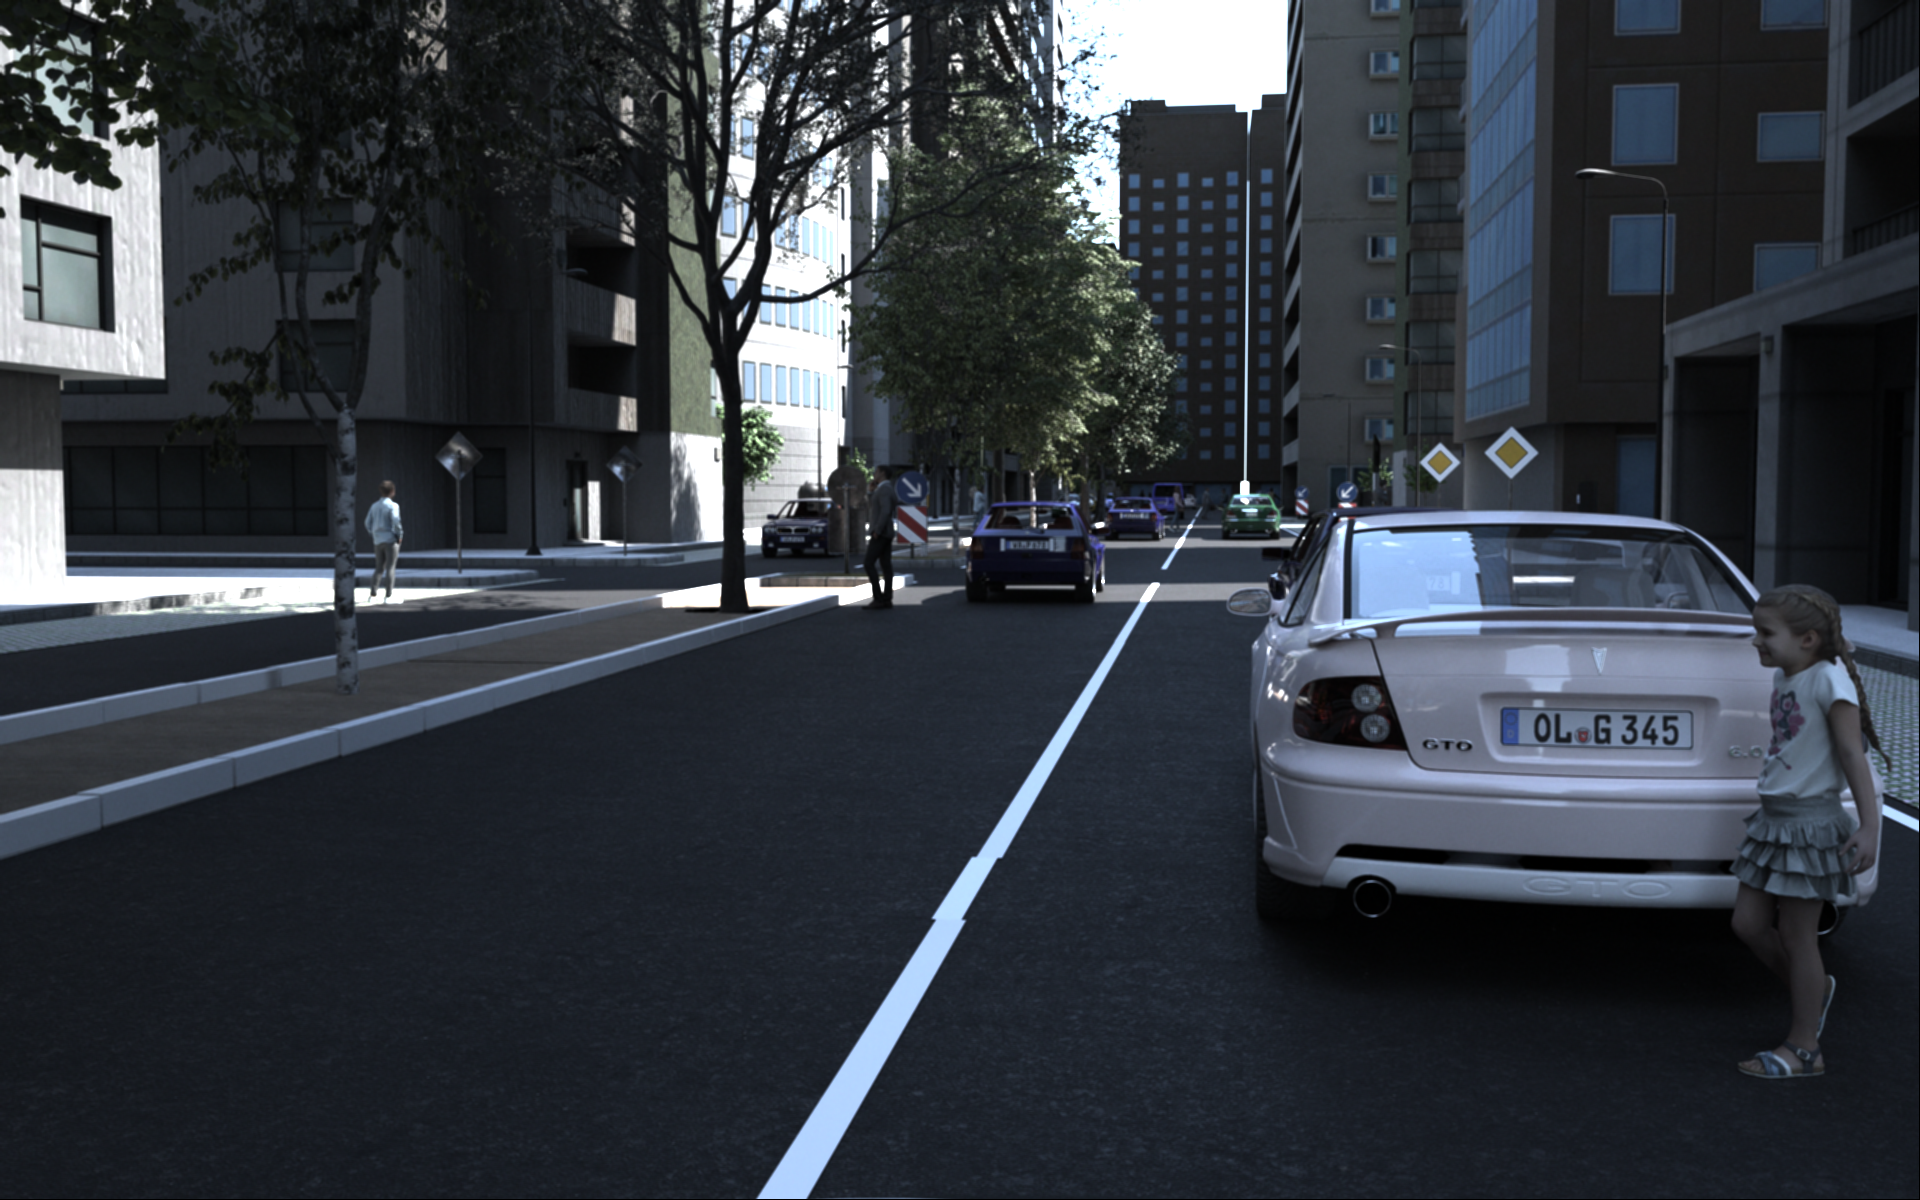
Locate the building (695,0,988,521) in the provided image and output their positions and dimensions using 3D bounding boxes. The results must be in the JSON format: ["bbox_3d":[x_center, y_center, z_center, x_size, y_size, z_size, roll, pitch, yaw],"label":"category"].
[{"bbox_3d":[-6.215,-20.106,100.431,14.160,30.474,14.107,1,4,8],"label":"building"}]

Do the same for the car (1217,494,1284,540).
[{"bbox_3d":[9.378,-2.697,55.900,2.131,1.459,4.920,1,4,9],"label":"car"}]

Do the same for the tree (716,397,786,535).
[{"bbox_3d":[-7.160,-4.350,54.842,4.285,4.588,4.351,0,3,0],"label":"tree"}]

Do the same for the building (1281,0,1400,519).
[{"bbox_3d":[29.117,-28.821,94.927,21.300,48.544,21.600,1,4,8],"label":"building"}]

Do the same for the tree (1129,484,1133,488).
[{"bbox_3d":[7.881,-8.679,94.727,4.737,8.622,4.395,0,3,0],"label":"tree"}]

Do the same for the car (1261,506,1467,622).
[{"bbox_3d":[3.575,-0.132,14.733,1.945,1.354,3.894,0,4,7],"label":"car"}]

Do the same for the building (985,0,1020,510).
[{"bbox_3d":[-7.495,-30.525,122.783,21.300,48.544,21.600,1,4,8],"label":"building"}]

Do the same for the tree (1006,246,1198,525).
[{"bbox_3d":[5.615,-9.677,77.687,9.611,12.733,9.660,0,3,0],"label":"tree"}]

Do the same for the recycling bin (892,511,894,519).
[{"bbox_3d":[-3.665,-4.759,90.358,0.722,1.027,0.722,0,4,3],"label":"recycling bin"}]

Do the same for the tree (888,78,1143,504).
[{"bbox_3d":[0.986,-7.713,46.687,7.486,12.596,7.792,0,3,0],"label":"tree"}]

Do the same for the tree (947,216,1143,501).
[{"bbox_3d":[2.740,-8.177,61.910,9.928,11.665,9.643,0,3,0],"label":"tree"}]

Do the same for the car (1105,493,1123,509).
[{"bbox_3d":[14.833,-9.631,167.056,1.945,1.707,3.694,1,4,9],"label":"car"}]

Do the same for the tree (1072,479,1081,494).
[{"bbox_3d":[12.640,-11.778,187.165,1.663,3.219,1.824,0,3,0],"label":"tree"}]

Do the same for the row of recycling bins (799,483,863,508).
[{"bbox_3d":[-5.106,-3.620,66.299,1.069,1.692,3.534,2,4,25],"label":"row of recycling bins"}]

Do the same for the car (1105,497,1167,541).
[{"bbox_3d":[5.519,-2.566,54.530,1.945,1.354,3.894,1,4,9],"label":"car"}]

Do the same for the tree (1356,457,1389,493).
[{"bbox_3d":[18.755,-5.133,78.531,1.663,3.219,1.824,0,3,0],"label":"tree"}]

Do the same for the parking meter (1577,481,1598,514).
[{"bbox_3d":[12.130,-1.536,33.522,0.372,1.533,0.369,0,3,0],"label":"parking meter"}]

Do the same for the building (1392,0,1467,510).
[{"bbox_3d":[24.070,-18.099,67.619,14.160,30.474,14.107,1,4,8],"label":"building"}]

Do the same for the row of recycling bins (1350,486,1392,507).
[{"bbox_3d":[20.424,-4.701,83.973,3.534,1.692,1.069,2,4,35],"label":"row of recycling bins"}]

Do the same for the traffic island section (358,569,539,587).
[{"bbox_3d":[-8.090,-0.347,27.947,2.009,0.180,2.903,1,4,8],"label":"traffic island section"}]

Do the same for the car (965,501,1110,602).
[{"bbox_3d":[1.113,-0.720,24.346,1.945,1.354,3.894,0,4,7],"label":"car"}]

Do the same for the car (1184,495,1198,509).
[{"bbox_3d":[21.297,-9.213,162.992,2.083,1.381,4.827,1,4,10],"label":"car"}]

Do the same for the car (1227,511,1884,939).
[{"bbox_3d":[2.134,0.324,7.066,2.083,1.381,4.827,1,4,9],"label":"car"}]

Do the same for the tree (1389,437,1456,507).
[{"bbox_3d":[15.871,-3.953,59.231,1.663,3.219,1.824,0,3,0],"label":"tree"}]

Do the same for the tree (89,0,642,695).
[{"bbox_3d":[-4.351,-3.640,12.332,4.360,8.622,3.978,0,3,0],"label":"tree"}]

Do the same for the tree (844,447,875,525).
[{"bbox_3d":[-4.349,-4.676,71.056,1.663,3.219,1.824,0,3,0],"label":"tree"}]

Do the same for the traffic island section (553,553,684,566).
[{"bbox_3d":[-6.949,-0.830,35.850,2.009,0.180,2.903,1,4,8],"label":"traffic island section"}]

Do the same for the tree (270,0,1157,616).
[{"bbox_3d":[-2.710,-6.573,20.302,12.009,13.543,11.850,0,3,0],"label":"tree"}]

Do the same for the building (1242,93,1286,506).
[{"bbox_3d":[39.844,-33.404,196.266,14.200,45.320,14.600,1,4,8],"label":"building"}]

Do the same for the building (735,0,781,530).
[{"bbox_3d":[-15.884,-32.389,71.559,21.231,58.520,28.212,1,4,8],"label":"building"}]

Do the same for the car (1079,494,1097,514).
[{"bbox_3d":[9.305,-7.199,127.932,2.015,1.641,3.980,1,4,10],"label":"car"}]

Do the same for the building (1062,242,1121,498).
[{"bbox_3d":[11.517,-26.245,200.800,14.107,30.474,14.160,1,4,8],"label":"building"}]

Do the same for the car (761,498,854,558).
[{"bbox_3d":[-3.413,-1.700,40.381,1.945,1.354,3.894,1,4,9],"label":"car"}]

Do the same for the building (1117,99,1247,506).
[{"bbox_3d":[25.671,-33.592,199.332,14.200,45.320,14.600,1,4,8],"label":"building"}]

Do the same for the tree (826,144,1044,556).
[{"bbox_3d":[-0.745,-5.074,35.775,4.737,8.622,4.395,0,3,0],"label":"tree"}]

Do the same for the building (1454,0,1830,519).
[{"bbox_3d":[19.623,-23.778,38.875,14.200,45.320,14.600,1,4,8],"label":"building"}]

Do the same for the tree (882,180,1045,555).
[{"bbox_3d":[-0.079,-5.355,40.367,4.360,8.622,3.978,0,3,0],"label":"tree"}]

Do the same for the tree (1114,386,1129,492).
[{"bbox_3d":[4.387,-7.162,69.926,4.737,8.622,4.395,0,3,0],"label":"tree"}]

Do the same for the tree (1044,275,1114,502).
[{"bbox_3d":[2.258,-6.121,52.897,4.737,8.622,4.395,0,3,0],"label":"tree"}]

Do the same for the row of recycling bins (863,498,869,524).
[{"bbox_3d":[-3.955,-4.260,76.769,1.069,1.692,3.534,1,4,11],"label":"row of recycling bins"}]

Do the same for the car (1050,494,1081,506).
[{"bbox_3d":[6.545,-5.653,104.222,2.131,1.459,4.920,0,4,8],"label":"car"}]

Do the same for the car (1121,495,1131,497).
[{"bbox_3d":[16.627,-9.933,174.981,1.945,1.354,3.894,0,4,7],"label":"car"}]

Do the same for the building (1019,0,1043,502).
[{"bbox_3d":[-4.759,-32.356,148.622,23.786,49.044,30.456,1,4,8],"label":"building"}]

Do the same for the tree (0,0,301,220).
[{"bbox_3d":[-4.771,-5.186,5.368,7.486,12.596,7.792,0,3,0],"label":"tree"}]

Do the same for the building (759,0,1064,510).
[{"bbox_3d":[-3.862,-38.756,175.651,28.212,58.520,21.231,1,4,8],"label":"building"}]

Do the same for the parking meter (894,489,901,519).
[{"bbox_3d":[-3.223,-4.930,89.023,0.372,1.533,0.369,0,3,0],"label":"parking meter"}]
